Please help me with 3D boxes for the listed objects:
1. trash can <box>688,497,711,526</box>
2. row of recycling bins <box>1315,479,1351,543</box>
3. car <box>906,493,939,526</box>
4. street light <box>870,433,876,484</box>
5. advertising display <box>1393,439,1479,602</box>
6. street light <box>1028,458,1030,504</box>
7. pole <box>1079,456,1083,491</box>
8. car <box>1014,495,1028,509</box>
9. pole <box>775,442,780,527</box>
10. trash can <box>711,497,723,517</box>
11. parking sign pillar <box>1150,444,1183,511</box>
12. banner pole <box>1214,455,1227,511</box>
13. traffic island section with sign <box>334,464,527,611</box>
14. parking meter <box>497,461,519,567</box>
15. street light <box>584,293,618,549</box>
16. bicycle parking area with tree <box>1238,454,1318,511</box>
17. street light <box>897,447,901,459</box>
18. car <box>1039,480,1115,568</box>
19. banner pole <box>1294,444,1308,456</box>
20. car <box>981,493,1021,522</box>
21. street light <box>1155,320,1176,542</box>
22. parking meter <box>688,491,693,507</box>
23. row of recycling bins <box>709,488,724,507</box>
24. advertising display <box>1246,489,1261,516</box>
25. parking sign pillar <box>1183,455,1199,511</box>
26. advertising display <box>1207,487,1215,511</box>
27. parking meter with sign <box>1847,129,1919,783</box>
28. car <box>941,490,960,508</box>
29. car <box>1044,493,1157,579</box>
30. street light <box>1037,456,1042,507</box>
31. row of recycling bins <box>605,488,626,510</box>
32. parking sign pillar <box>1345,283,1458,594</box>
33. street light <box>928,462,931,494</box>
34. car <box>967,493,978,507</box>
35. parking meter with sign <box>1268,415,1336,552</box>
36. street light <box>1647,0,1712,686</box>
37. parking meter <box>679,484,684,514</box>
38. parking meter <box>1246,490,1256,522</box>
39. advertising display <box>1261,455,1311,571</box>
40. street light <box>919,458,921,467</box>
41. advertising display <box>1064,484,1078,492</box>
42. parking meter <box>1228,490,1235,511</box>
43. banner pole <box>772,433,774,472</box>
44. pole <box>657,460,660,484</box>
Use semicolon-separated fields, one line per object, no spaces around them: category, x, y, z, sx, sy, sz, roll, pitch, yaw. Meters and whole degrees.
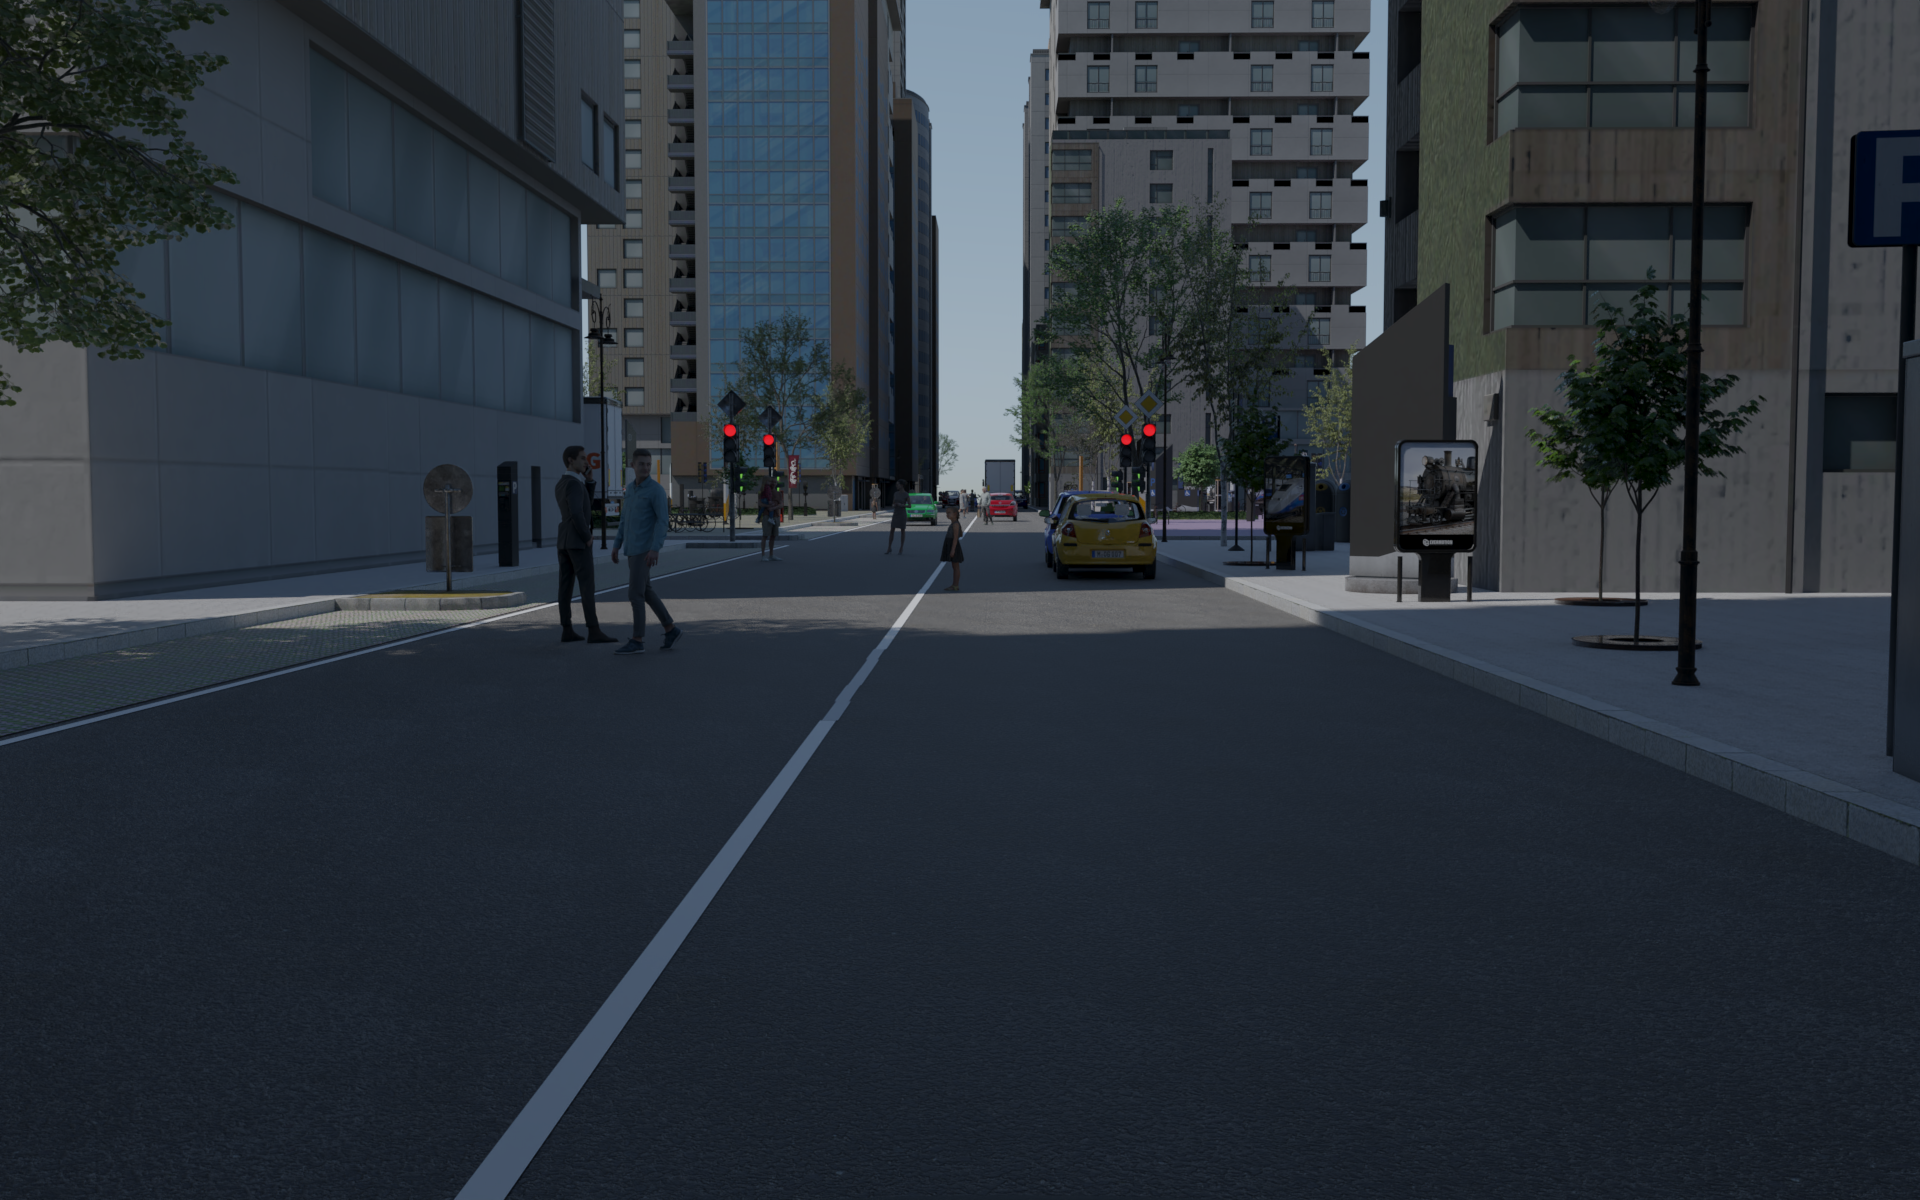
trash can;-10.436;-3.491;68.739;0.748;1.137;0.748;0;3;0
row of recycling bins;10.609;-2.350;45.537;1.069;1.692;3.534;-3;4;-37
car;-1.945;-4.318;79.388;1.959;1.807;4.718;0;3;0
street light;-6.641;-9.733;131.916;0.468;5.910;1.993;0;4;1
advertising display;5.636;-0.937;20.530;0.974;1.923;0.123;0;4;-4
street light;8.865;-15.192;221.182;0.468;5.910;1.993;0;4;1
pole;6.497;-6.060;92.916;0.158;3.312;0.155;0;3;0
car;5.618;-9.403;166.312;1.945;1.354;3.894;0;4;0
pole;-7.184;-4.542;68.111;0.158;3.312;0.155;0;3;0
trash can;-13.557;-5.124;95.434;0.748;1.137;0.748;0;3;0
parking sign pillar;10.799;-6.386;92.876;1.447;3.967;1.447;-3;4;-39
banner pole;14.989;-6.735;100.133;0.863;3.779;0.401;0;4;-1
traffic island section with sign;-6.642;-0.822;22.061;1.989;1.847;2.006;0;4;1
parking meter;-7.990;-1.523;30.614;0.255;1.863;0.399;0;4;7
street light;-8.269;-4.114;40.051;0.468;5.910;1.993;0;4;1
bicycle parking area with tree;23.232;-8.449;125.135;8.231;4.147;9.016;1;4;16
street light;-5.866;-11.835;166.285;0.468;5.910;1.993;0;4;1
car;2.566;-1.554;35.004;1.945;1.707;3.694;0;4;2
banner pole;16.940;-5.892;86.345;0.863;3.779;0.401;0;4;-3
car;2.144;-5.054;91.681;2.155;1.783;4.494;0;4;2
street light;5.459;-4.483;46.085;0.468;5.910;1.993;0;4;1
parking meter;-19.275;-7.065;123.919;0.372;1.533;0.369;0;3;0
row of recycling bins;-17.598;-7.245;125.570;1.069;1.692;3.534;0;4;-3
advertising display;15.116;-5.106;88.700;0.974;1.923;0.123;-1;4;-17
parking sign pillar;14.343;-7.362;108.840;1.447;3.967;1.447;1;4;22
advertising display;16.894;-6.785;116.151;0.123;1.923;0.974;-2;4;-31
parking meter with sign;4.441;-0.692;7.579;0.543;3.016;1.738;1;4;9
car;-0.813;-10.222;175.799;2.281;1.827;5.304;0;3;0
car;2.508;-1.249;30.643;2.015;1.641;3.980;0;4;2
street light;7.921;-12.178;171.905;0.468;5.910;1.993;0;4;1
row of recycling bins;-25.529;-7.294;126.372;3.534;1.692;1.069;3;5;40
parking sign pillar;5.818;-2.096;22.738;1.447;3.967;1.447;3;5;40
street light;-4.384;-16.860;248.445;0.468;5.910;1.993;0;4;1
car;1.025;-10.801;186.191;1.945;1.707;3.694;0;4;1
parking meter with sign;7.637;-2.609;38.911;1.738;3.016;0.543;-2;4;-28
street light;4.881;-2.366;11.468;0.468;5.910;1.993;0;4;1
parking meter;-16.244;-5.837;101.151;0.255;1.863;0.399;0;4;-7
parking meter;13.627;-4.607;81.028;0.399;1.863;0.255;2;4;32
advertising display;5.519;-1.472;29.284;0.123;1.923;0.974;-2;4;-35
street light;-4.973;-14.789;214.592;0.468;5.910;1.993;0;4;1
advertising display;7.448;-6.809;116.545;0.974;1.923;0.123;-1;4;-14
parking meter;15.914;-5.696;101.548;0.372;1.533;0.369;0;3;0
banner pole;-7.682;-4.945;70.874;0.401;3.779;0.863;-1;4;-15
pole;-17.917;-6.679;103.052;0.158;3.312;0.155;0;3;0
